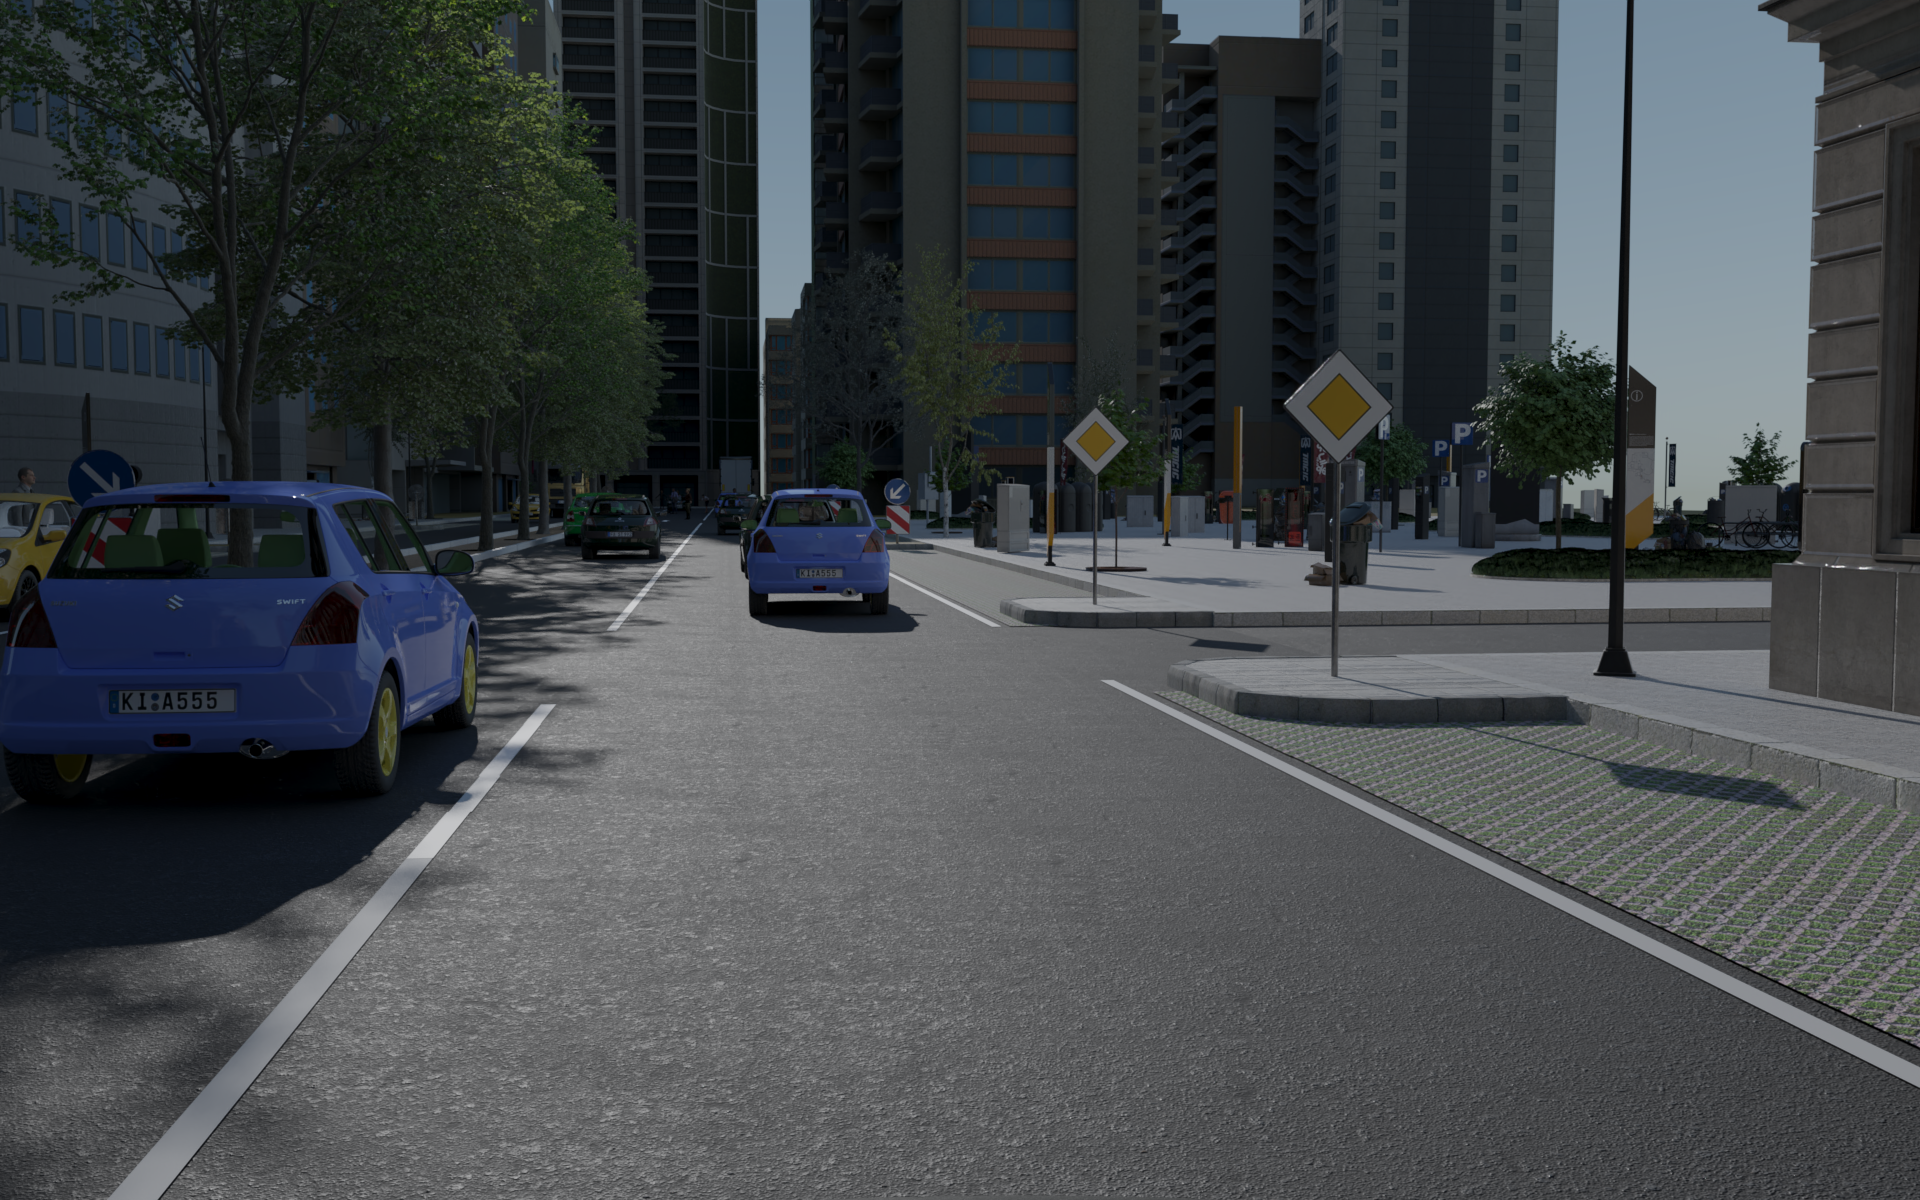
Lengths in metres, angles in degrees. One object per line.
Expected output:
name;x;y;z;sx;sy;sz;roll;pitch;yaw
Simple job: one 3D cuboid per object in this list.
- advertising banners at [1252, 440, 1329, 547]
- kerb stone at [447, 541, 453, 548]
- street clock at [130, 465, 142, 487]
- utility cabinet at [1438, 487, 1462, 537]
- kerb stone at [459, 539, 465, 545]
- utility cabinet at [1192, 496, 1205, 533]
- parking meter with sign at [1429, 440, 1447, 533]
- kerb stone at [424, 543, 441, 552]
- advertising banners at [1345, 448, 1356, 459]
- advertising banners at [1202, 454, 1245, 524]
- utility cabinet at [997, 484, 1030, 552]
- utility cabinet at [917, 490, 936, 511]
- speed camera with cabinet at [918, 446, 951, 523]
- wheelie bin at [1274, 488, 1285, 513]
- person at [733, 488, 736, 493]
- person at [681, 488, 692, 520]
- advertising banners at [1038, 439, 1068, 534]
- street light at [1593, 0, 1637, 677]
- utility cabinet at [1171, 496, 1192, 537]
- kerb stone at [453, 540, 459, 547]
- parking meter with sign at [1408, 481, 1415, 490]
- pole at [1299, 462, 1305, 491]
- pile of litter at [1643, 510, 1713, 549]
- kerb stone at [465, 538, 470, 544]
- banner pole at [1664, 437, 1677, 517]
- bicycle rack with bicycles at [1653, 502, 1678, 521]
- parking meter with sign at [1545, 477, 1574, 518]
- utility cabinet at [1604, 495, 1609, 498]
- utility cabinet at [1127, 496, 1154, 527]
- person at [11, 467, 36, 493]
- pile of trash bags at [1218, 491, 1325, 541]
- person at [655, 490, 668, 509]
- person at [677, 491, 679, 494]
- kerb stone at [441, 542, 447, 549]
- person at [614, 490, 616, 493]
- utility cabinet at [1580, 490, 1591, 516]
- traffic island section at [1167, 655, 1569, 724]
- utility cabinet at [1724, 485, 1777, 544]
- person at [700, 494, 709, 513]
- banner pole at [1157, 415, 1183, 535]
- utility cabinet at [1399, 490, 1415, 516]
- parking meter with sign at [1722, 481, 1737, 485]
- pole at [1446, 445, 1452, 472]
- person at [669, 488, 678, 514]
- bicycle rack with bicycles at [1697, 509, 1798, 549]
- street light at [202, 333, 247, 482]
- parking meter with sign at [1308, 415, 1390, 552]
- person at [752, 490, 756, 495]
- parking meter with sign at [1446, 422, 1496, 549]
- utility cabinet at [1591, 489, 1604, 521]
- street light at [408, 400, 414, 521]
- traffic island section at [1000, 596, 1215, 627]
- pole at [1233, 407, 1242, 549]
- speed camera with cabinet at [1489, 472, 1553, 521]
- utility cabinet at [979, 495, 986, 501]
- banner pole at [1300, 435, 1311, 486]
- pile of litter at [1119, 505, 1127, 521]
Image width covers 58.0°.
advertising banners;8.053;-2.791;41.817;2.074;3.025;0.090;-1;4;-13
kerb stone;-13.673;-1.452;45.996;0.120;0.150;1.000;0;4;-8
street clock;-20.793;-2.380;43.489;0.471;2.002;0.358;0;4;-2
utility cabinet;14.866;-2.638;51.810;1.173;1.500;0.318;-2;4;-27
kerb stone;-13.945;-1.580;48.027;0.120;0.150;1.000;0;4;-8
utility cabinet;7.639;-2.836;57.534;1.020;1.237;0.306;-2;4;-26
parking meter with sign;15.887;-3.679;56.417;0.543;3.016;1.738;2;4;31
kerb stone;-13.394;-1.332;43.970;0.120;0.150;1.000;0;4;-8
advertising banners;13.286;-4.068;62.694;2.074;3.025;0.090;0;4;5
advertising banners;11.383;-4.809;74.816;2.074;3.025;0.090;-1;4;-20
utility cabinet;1.183;-1.794;38.003;0.318;1.500;1.173;2;4;24
utility cabinet;-1.811;-5.176;93.314;0.318;1.500;1.173;3;5;43
speed camera with cabinet;-0.748;-4.781;72.511;2.038;3.252;0.660;-2;4;-33
wheelie bin;16.746;-5.053;90.519;0.693;1.594;0.980;-2;4;-35
person;-15.061;-6.570;115.859;1.348;1.831;0.705;-3;5;-39
person;-15.378;-5.402;97.338;0.721;1.766;1.217;-3;4;-36
advertising banners;2.986;-3.630;55.541;0.090;3.025;2.074;-1;4;-23
street light;4.115;-2.417;12.058;1.470;5.913;1.316;0;4;-8
utility cabinet;6.661;-2.526;52.460;0.306;1.237;1.020;1;4;22
kerb stone;-13.801;-1.518;47.010;0.120;0.150;1.000;0;4;-8
parking meter with sign;24.617;-5.915;92.972;0.543;3.016;1.738;-2;4;-26
pole;13.018;-4.408;65.915;0.158;3.312;0.155;0;3;0
pile of litter;16.486;-1.577;39.755;1.719;0.858;1.176;3;5;44
kerb stone;-14.081;-1.642;49.040;0.120;0.150;1.000;0;4;-8
banner pole;30.984;-5.237;75.639;0.401;3.779;0.863;-1;4;-16
bicycle rack with bicycles;33.060;-4.287;83.479;2.925;0.926;2.852;1;4;13
parking meter with sign;26.234;-4.908;76.507;1.738;3.016;0.543;3;5;43
utility cabinet;34.844;-5.059;93.883;0.306;1.237;1.020;0;4;3
utility cabinet;6.990;-3.430;67.237;1.020;1.237;0.306;0;4;3
person;-13.227;-0.979;24.612;0.767;1.812;0.694;-1;4;-11
pile of trash bags;8.861;-2.340;48.016;3.447;1.369;1.912;1;4;16
person;-28.901;-9.743;167.814;1.348;1.821;0.705;1;4;10
person;-26.227;-9.266;160.722;1.217;1.743;0.721;-2;4;-25
kerb stone;-13.533;-1.392;44.984;0.120;0.150;1.000;0;4;-8
person;-29.865;-8.621;149.471;0.705;1.822;1.348;0;4;-7
utility cabinet;33.949;-5.170;93.210;1.173;1.500;0.318;-1;4;-21
traffic island section;2.654;0.616;12.204;2.009;0.180;2.903;0;4;-8
utility cabinet;19.992;-2.148;43.802;1.173;1.500;0.318;2;4;26
person;-19.028;-7.185;129.158;0.628;1.438;0.799;0;4;-5
banner pole;6.647;-3.951;54.611;0.863;3.779;0.401;2;4;24
utility cabinet;23.207;-4.942;89.486;0.318;1.500;1.173;-2;4;-24
parking meter with sign;43.500;-6.220;97.963;1.738;3.016;0.543;0;4;1
pole;20.305;-4.778;71.966;0.158;3.312;0.155;0;3;0
person;-20.408;-7.021;123.163;0.709;1.838;0.599;2;4;30
bicycle rack with bicycles;19.373;-1.704;41.241;2.925;0.926;2.852;3;4;37
street light;-21.125;-4.724;49.773;1.470;5.913;1.316;0;4;-8
parking meter with sign;8.602;-2.584;38.508;1.738;3.016;0.543;3;4;38
person;-20.447;-9.917;170.724;1.350;1.814;0.705;-2;4;-35
parking meter with sign;12.314;-2.762;41.415;0.543;3.016;1.738;0;4;-7
utility cabinet;27.102;-3.961;73.441;0.318;1.500;1.173;1;4;15
street light;-25.416;-6.677;81.704;1.470;5.913;1.316;0;4;-8
traffic island section;1.584;0.132;20.117;2.009;0.180;2.903;0;4;-8
pole;6.482;-2.850;40.444;0.158;3.312;0.155;0;3;0
speed camera with cabinet;18.491;-3.843;57.175;2.038;3.252;0.660;0;4;-5
utility cabinet;0.687;-4.124;78.590;1.020;1.237;0.306;2;4;29
banner pole;12.939;-4.535;64.164;0.863;3.779;0.401;3;5;40
pile of litter;8.389;-4.245;83.365;1.176;0.858;1.719;-1;4;-20
